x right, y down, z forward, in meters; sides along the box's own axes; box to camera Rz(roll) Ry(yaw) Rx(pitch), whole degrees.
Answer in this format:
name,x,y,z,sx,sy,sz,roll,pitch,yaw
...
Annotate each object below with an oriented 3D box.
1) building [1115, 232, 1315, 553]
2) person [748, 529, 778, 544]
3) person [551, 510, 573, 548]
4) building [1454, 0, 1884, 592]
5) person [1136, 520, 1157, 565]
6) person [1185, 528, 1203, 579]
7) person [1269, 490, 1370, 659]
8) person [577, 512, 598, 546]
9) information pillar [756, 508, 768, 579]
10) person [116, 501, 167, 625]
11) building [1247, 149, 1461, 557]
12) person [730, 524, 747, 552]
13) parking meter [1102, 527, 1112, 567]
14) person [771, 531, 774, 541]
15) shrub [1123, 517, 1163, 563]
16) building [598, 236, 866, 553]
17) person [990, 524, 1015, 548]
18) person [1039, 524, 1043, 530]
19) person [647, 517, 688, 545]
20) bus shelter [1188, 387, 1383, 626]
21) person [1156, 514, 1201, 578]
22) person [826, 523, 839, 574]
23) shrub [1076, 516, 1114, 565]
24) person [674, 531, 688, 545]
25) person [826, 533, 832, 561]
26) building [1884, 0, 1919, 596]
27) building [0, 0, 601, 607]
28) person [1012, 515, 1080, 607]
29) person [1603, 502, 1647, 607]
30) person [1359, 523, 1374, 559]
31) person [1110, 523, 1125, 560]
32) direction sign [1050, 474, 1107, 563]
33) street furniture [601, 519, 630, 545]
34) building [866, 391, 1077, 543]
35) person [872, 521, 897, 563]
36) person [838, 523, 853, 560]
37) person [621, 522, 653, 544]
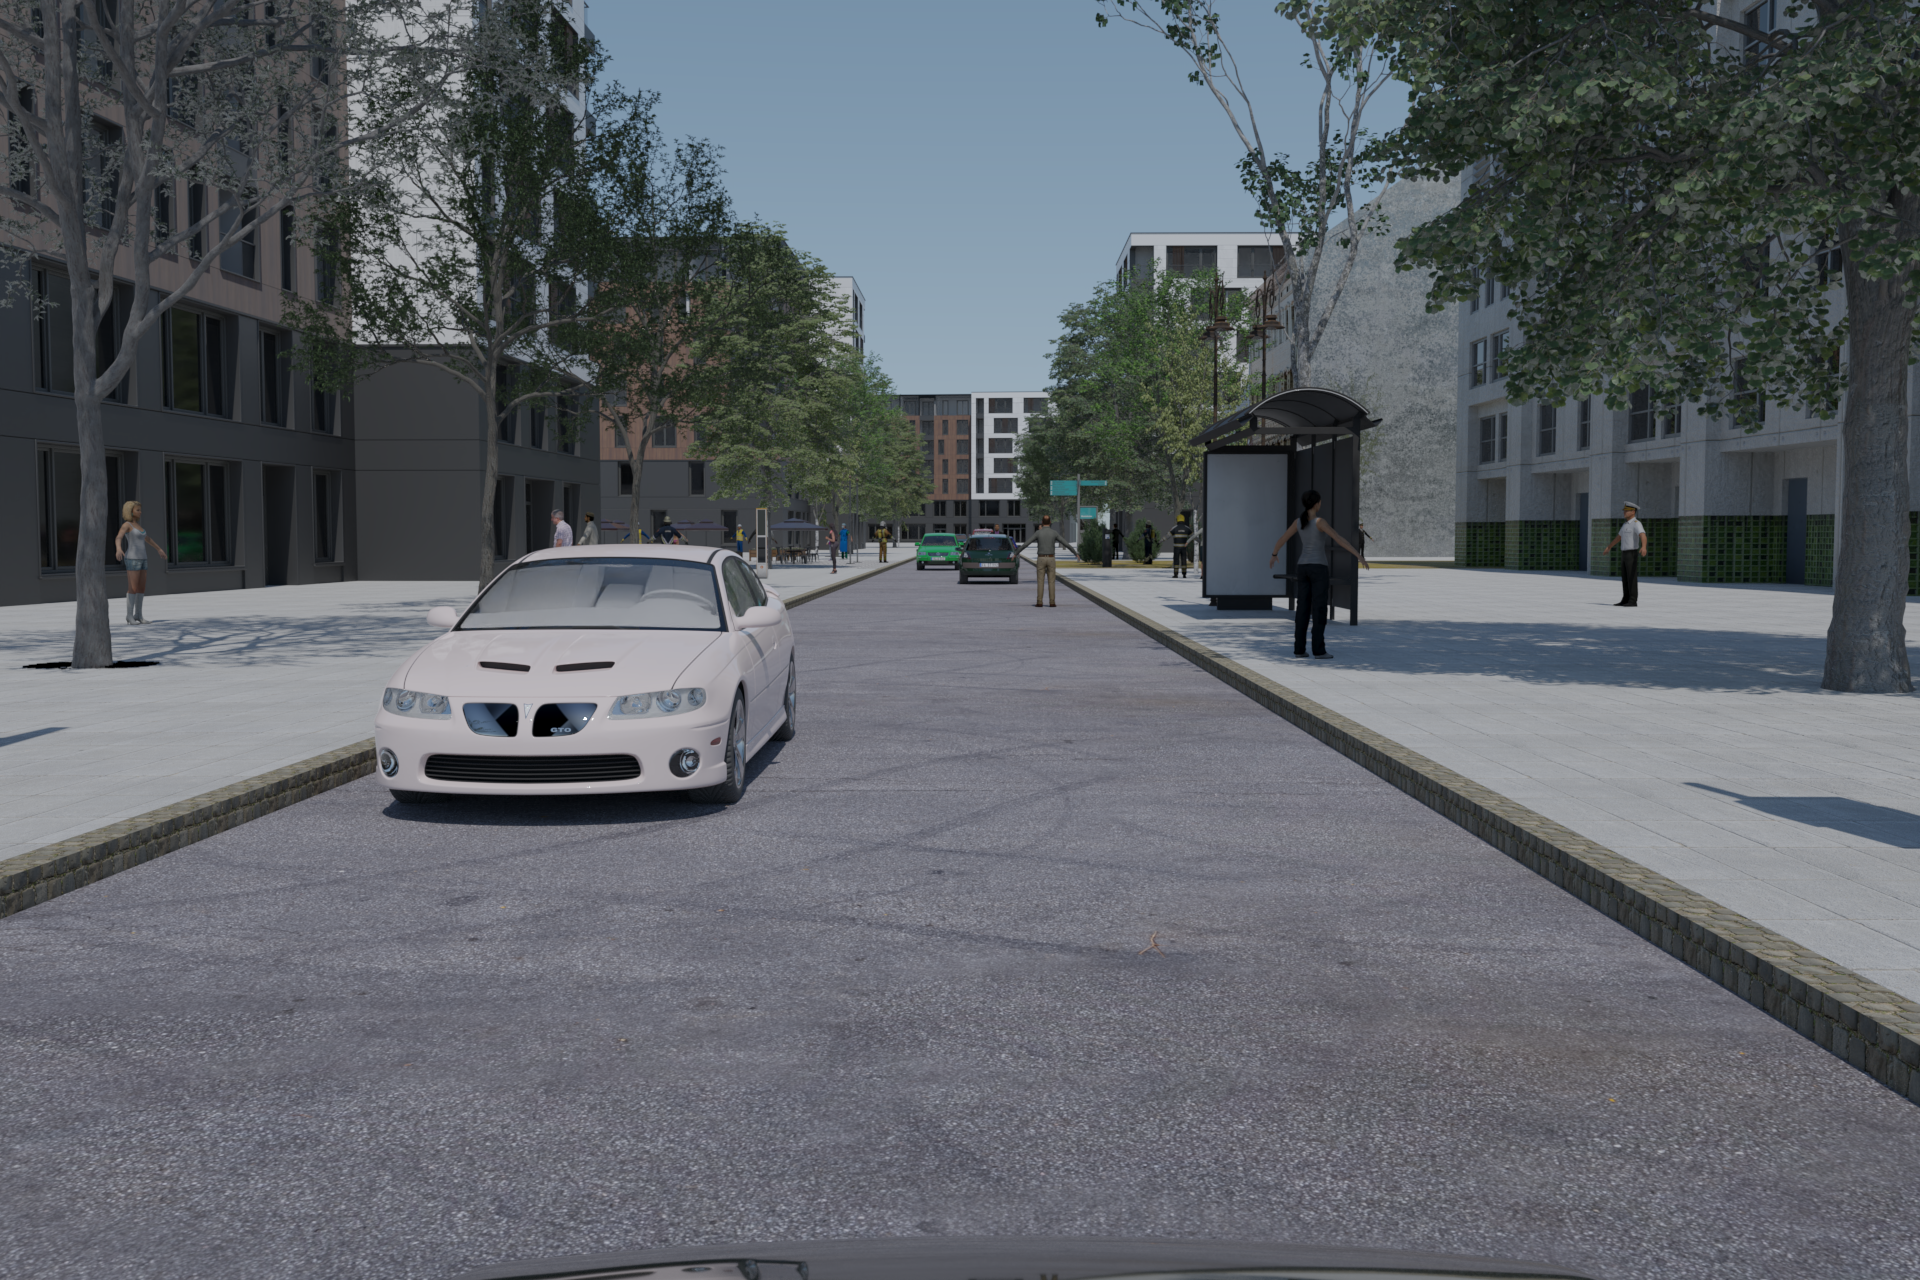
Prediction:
name,x,y,z,sx,sy,sz,roll,pitch,yaw
building,25.766,-17.716,133.632,27.936,21.610,32.646,0,4,1
person,-7.549,-3.654,65.876,1.348,1.813,0.705,2,4,29
person,-7.067,-1.443,30.569,0.436,1.711,0.756,1,4,12
building,27.872,-11.401,52.859,16.747,18.905,31.486,0,4,1
person,7.854,-4.071,72.347,0.705,1.856,1.354,3,5,43
person,6.996,-2.590,49.181,1.217,1.735,0.721,0,4,3
person,3.690,-0.680,17.931,0.721,1.737,1.217,-3,5,-43
person,-9.003,-2.198,42.031,0.704,1.819,1.344,0,4,7
information pillar,-5.675,-2.765,49.696,0.304,2.012,0.304,0,4,0
person,-11.624,-1.099,24.578,0.721,1.753,1.214,0,4,4
building,27.978,-16.709,104.122,19.493,23.208,18.063,0,4,1
person,-12.571,-5.673,98.727,1.349,1.833,0.705,3,4,38
parking meter,5.668,-3.564,66.684,0.372,1.533,0.369,0,3,0
person,-11.314,-5.884,102.393,0.705,1.806,1.347,1,4,21
shrub,8.110,-4.442,76.661,1.661,2.075,1.752,0,3,0
building,-22.465,-17.833,135.551,27.936,21.610,32.646,0,4,1
person,1.353,-3.346,63.390,1.346,1.802,0.704,0,4,0
person,3.071,-3.474,65.391,0.704,1.812,1.346,0,4,-2
person,-9.441,-3.061,55.913,1.351,1.845,0.704,-1,4,-15
bus shelter,4.837,-2.000,26.616,2.014,3.302,5.546,0,4,1
person,6.381,-2.719,50.222,1.351,1.858,0.704,0,4,-4
person,-4.139,-2.960,55.916,0.415,1.643,0.593,-2,4,-29
shrub,5.642,-4.146,72.204,1.690,2.028,1.600,0,3,0
person,-13.869,-4.757,84.581,1.217,1.733,0.721,1,4,12
person,-6.277,-4.550,83.656,0.599,1.433,0.991,1,4,11
building,27.683,-9.453,21.015,16.747,18.905,31.486,0,4,1
building,-26.991,-12.275,44.664,27.936,21.610,32.646,0,4,2
person,1.687,-1.542,33.932,1.348,1.796,0.705,0,3,0
person,11.808,-1.518,30.614,0.704,1.855,1.343,0,4,-8
person,20.232,-4.976,87.285,1.347,1.837,0.705,-1,4,-22
person,7.643,-4.846,85.411,1.347,1.806,0.705,-2,4,-31
direction sign,5.268,-5.366,76.489,2.525,3.948,1.411,0,4,0
street furniture,-28.444,-4.147,72.837,27.439,1.986,14.083,0,4,2
building,0.962,-25.353,260.949,32.646,21.610,27.936,0,4,6
person,-3.420,-4.374,77.280,1.354,1.858,0.705,2,4,33
person,-5.807,-4.909,86.384,1.347,1.817,0.704,3,5,41
person,-12.457,-3.686,66.734,1.216,1.772,0.721,0,4,-4
